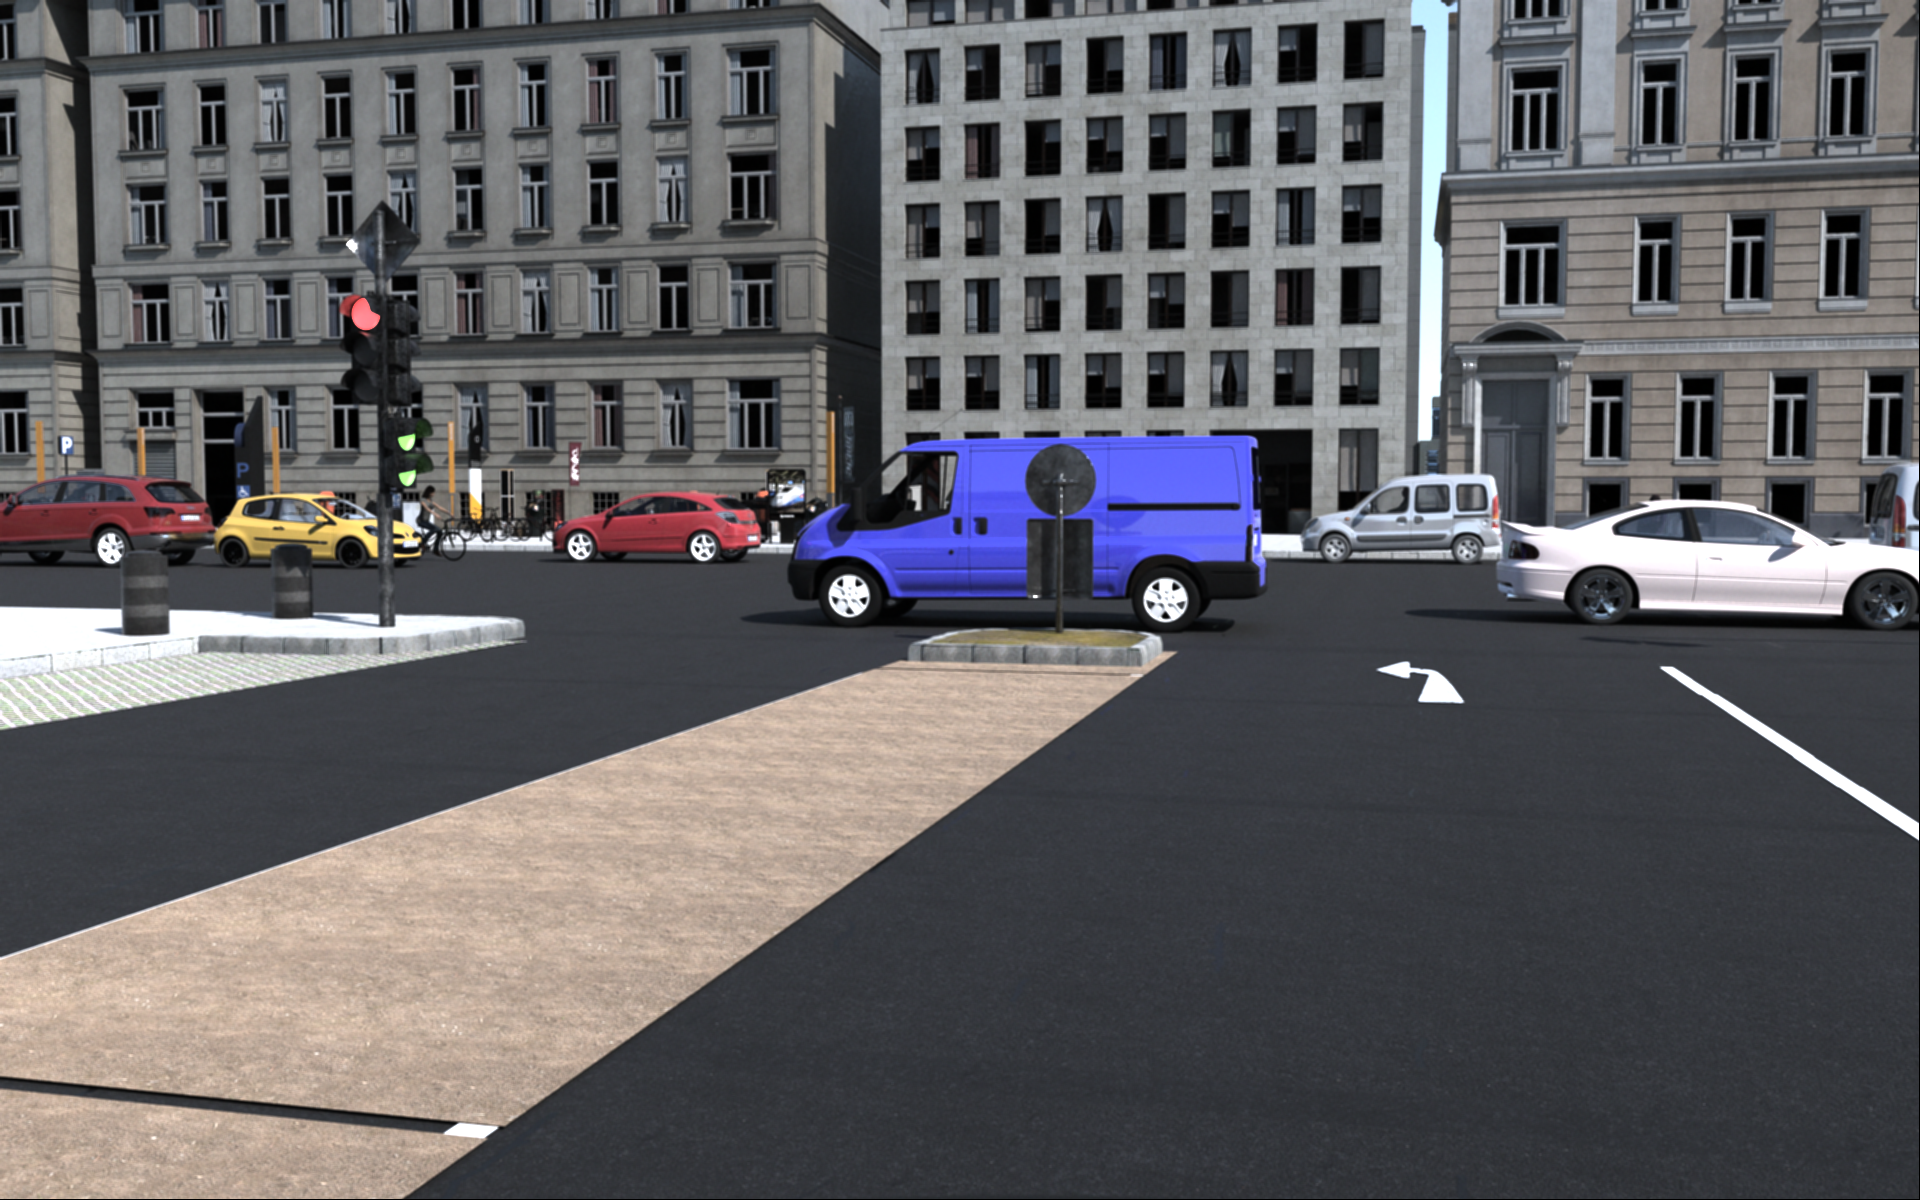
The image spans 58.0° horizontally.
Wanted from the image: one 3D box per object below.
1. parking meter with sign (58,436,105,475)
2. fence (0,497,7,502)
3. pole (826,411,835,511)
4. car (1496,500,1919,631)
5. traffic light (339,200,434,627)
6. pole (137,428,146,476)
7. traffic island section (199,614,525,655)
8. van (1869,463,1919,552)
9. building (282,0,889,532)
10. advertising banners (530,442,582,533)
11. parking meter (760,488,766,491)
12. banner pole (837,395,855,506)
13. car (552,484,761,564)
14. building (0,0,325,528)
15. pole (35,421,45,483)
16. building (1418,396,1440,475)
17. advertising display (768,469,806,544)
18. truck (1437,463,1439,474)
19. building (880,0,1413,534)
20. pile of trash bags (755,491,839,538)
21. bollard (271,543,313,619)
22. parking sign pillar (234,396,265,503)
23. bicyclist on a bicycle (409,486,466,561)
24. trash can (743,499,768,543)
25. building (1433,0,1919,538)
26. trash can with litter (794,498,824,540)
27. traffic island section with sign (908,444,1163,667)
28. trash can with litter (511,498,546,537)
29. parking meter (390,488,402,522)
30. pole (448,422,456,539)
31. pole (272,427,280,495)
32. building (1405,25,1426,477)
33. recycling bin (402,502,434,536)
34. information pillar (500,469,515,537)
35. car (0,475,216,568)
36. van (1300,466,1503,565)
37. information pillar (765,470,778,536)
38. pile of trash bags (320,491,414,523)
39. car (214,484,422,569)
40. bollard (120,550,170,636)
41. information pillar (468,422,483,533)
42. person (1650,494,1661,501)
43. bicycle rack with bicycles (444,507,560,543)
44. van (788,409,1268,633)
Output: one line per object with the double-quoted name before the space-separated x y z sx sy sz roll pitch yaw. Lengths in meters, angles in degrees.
"parking meter with sign" -26.161 -3.418 52.140 1.738 3.016 0.543 1 4 12
"fence" -35.528 -3.245 64.264 2.264 1.192 0.480 1 4 21
"pole" -3.201 -2.999 42.873 0.158 3.312 0.155 0 3 0
"car" 8.532 -0.430 19.389 4.827 1.381 2.083 1 4 16
"traffic light" -5.522 -1.694 16.623 0.839 4.253 0.868 1 4 14
"pole" -25.201 -3.641 53.371 0.158 3.312 0.155 0 3 0
"traffic island section" -5.558 0.337 16.767 2.009 0.180 2.903 1 4 14
"van" 14.273 -0.965 22.789 4.112 2.044 2.013 1 4 16
"building" -16.840 -14.373 68.286 30.059 22.955 16.112 1 4 14
"advertising banners" -13.418 -3.760 57.668 0.090 3.025 2.074 3 5 41
"parking meter" -6.133 -2.828 54.647 0.372 1.533 0.369 0 3 0
"banner pole" -2.901 -3.289 43.797 0.401 3.779 0.863 -3 4 -38
"car" -6.467 -1.690 36.672 4.494 1.783 2.155 1 4 13
"building" -46.060 -14.804 75.335 30.059 22.955 16.112 1 4 14
"pole" -25.717 -3.342 48.479 0.158 3.312 0.155 0 3 0
"building" 72.758 -55.011 212.094 31.000 86.520 22.319 1 4 14
"advertising display" -4.467 -2.416 44.710 0.974 1.923 0.123 0 4 -5
"truck" 45.904 -10.599 162.205 2.839 4.237 11.283 1 4 15
"building" 6.838 -12.548 59.915 16.860 20.320 10.420 1 4 14
"pile of trash bags" -4.555 -2.563 51.664 3.447 1.369 1.912 -2 4 -34
"bollard" -6.919 -0.197 17.939 0.404 0.777 0.398 0 3 0
"parking sign pillar" -19.281 -3.581 47.021 1.447 3.967 1.447 0 4 -6
"bicyclist on a bicycle" -11.354 -1.668 37.296 1.625 1.676 1.499 1 4 16
"trash can" -5.351 -2.075 45.575 0.748 1.137 0.748 0 3 0
"building" 25.741 -16.503 55.720 20.117 28.700 13.634 1 4 14
"trash can with litter" -4.280 -2.242 48.047 1.055 1.170 0.624 3 4 37
"traffic island section with sign" 0.767 -0.445 15.404 2.006 1.907 1.989 1 4 14
"trash can with litter" -12.873 -2.457 51.554 1.055 1.170 0.624 1 4 21
"parking meter" -17.799 -2.824 54.580 0.372 1.533 0.369 0 3 0
"pole" -14.342 -3.366 48.872 0.158 3.312 0.155 0 3 0
"pole" -20.831 -3.605 52.784 0.158 3.312 0.155 0 3 0
"building" 44.009 -41.469 220.010 28.212 58.520 21.231 1 4 14
"recycling bin" -16.863 -2.530 53.925 0.722 1.027 0.722 1 4 8
"information pillar" -13.541 -2.895 51.821 0.304 2.012 0.304 1 4 13
"car" -17.661 -1.600 34.838 5.304 1.827 2.281 1 4 14
"van" 9.223 -1.790 36.271 4.112 2.044 2.013 1 4 15
"information pillar" -5.831 -3.007 53.657 0.304 2.012 0.304 1 4 10
"pile of trash bags" -20.249 -3.036 59.399 3.447 1.369 1.912 -1 4 -9
"car" -12.634 -1.467 34.204 3.980 1.641 2.015 1 4 13
"bollard" -7.452 -0.068 15.836 0.404 0.777 0.398 0 3 0
"information pillar" -15.798 -3.981 56.449 0.183 3.616 0.504 2 4 29
"person" 11.359 -1.022 28.443 0.421 1.427 0.697 1 4 11
"bicycle rack with bicycles" -12.652 -2.050 46.903 2.925 0.926 2.852 2 4 33
"van" 0.720 -0.896 19.032 5.245 2.365 2.240 1 4 12
